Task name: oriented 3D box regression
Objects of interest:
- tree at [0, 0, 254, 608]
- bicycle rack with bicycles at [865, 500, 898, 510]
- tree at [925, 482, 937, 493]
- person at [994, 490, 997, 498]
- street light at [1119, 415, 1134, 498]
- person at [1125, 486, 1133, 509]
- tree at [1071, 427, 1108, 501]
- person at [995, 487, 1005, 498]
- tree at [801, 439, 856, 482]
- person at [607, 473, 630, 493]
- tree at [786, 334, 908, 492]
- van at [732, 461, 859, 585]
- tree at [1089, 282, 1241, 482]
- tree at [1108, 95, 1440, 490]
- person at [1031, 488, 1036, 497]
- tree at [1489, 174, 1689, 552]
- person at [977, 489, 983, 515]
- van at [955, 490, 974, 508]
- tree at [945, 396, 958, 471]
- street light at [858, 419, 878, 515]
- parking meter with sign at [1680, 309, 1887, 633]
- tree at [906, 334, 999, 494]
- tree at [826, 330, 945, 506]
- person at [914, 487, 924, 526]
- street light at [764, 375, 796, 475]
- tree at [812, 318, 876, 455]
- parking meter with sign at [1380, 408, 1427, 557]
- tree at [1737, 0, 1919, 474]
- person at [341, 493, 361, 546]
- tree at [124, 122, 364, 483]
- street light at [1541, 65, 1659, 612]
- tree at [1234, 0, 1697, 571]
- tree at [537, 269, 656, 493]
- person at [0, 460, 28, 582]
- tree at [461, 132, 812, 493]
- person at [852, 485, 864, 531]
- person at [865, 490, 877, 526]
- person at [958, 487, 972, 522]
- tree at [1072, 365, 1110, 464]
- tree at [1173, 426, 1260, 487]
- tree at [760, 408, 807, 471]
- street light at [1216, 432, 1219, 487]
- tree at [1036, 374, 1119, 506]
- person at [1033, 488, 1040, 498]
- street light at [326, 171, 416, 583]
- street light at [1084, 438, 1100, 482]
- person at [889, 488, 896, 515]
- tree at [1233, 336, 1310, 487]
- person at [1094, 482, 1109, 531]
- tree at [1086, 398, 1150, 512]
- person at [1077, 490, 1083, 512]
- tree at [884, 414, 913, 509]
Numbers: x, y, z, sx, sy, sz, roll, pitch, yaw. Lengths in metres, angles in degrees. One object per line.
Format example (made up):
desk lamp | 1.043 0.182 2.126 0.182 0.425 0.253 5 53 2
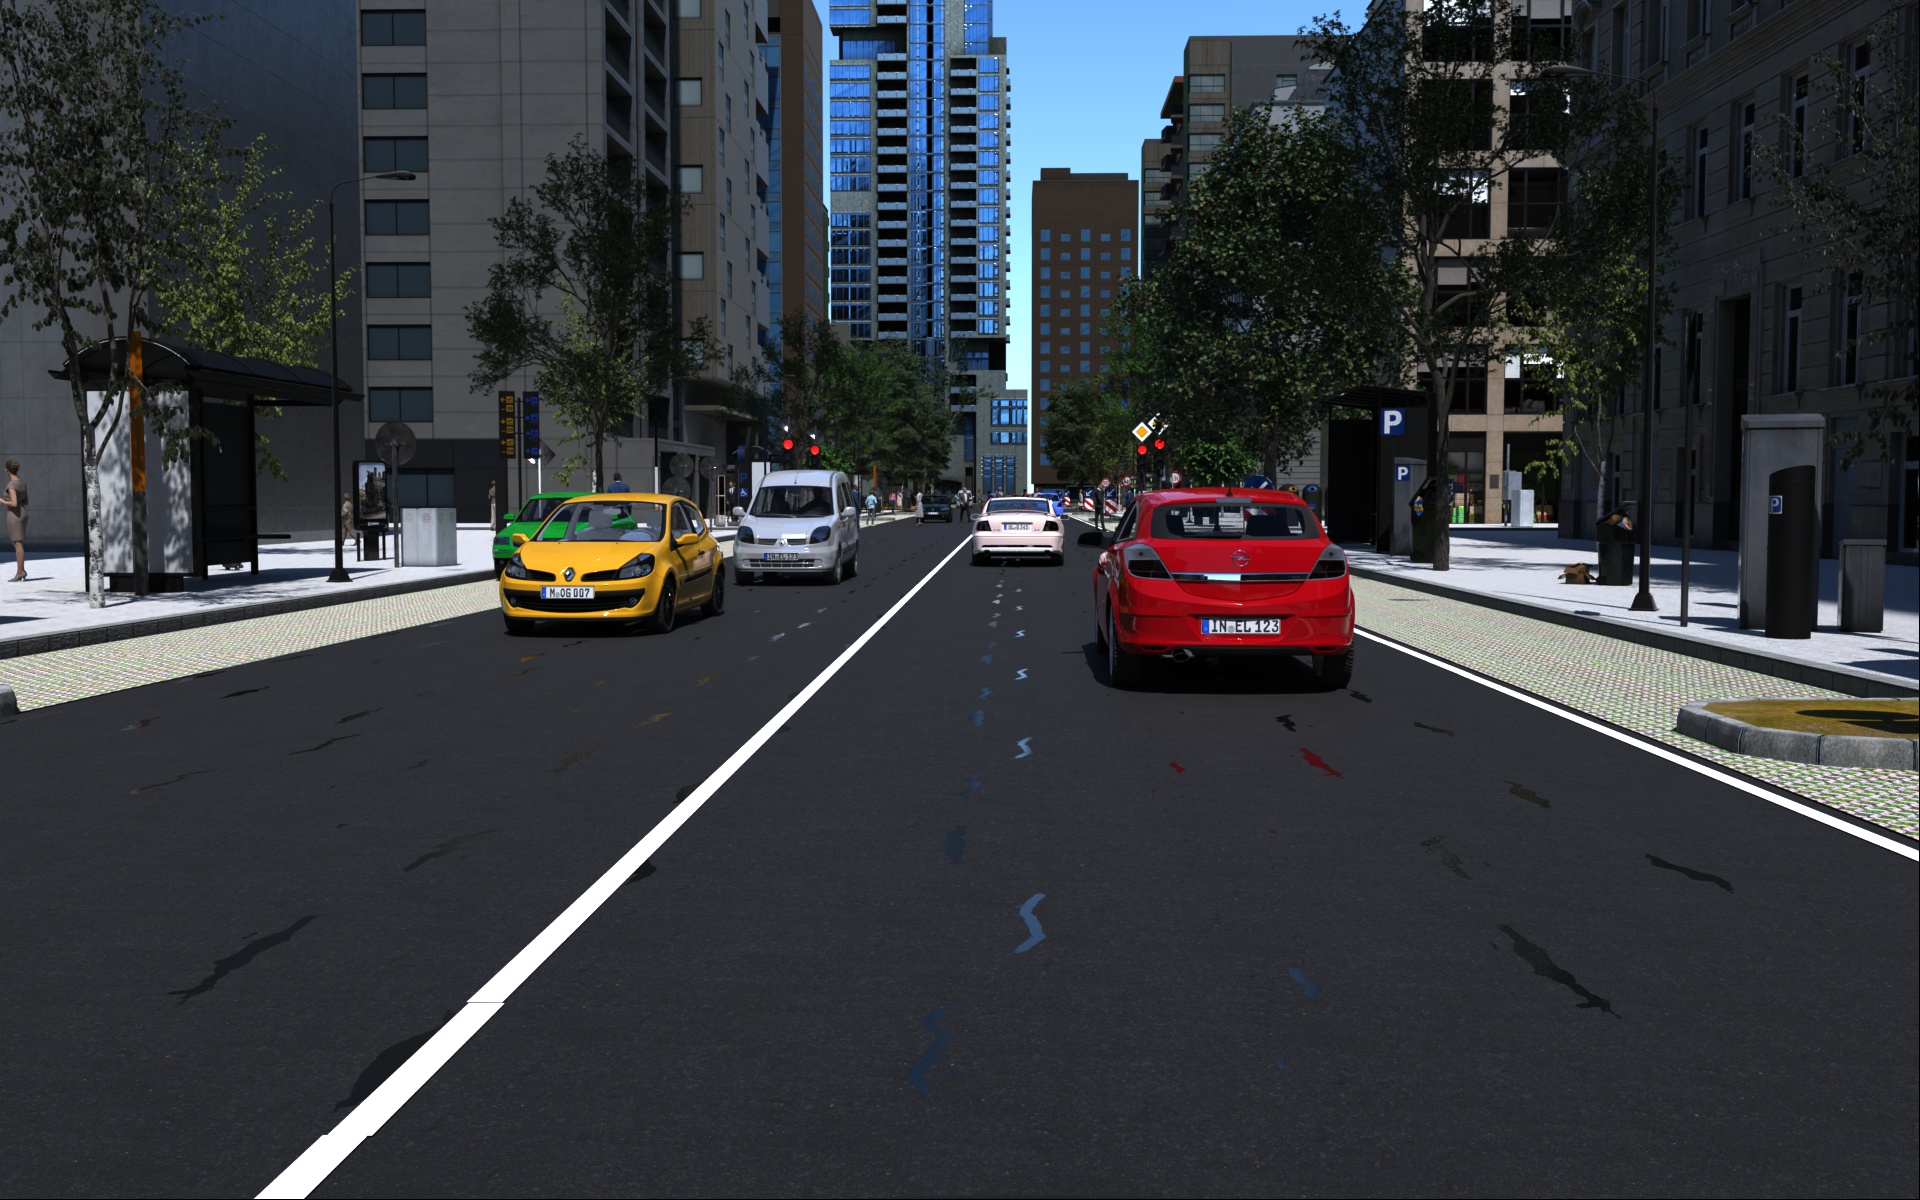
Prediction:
tree | -9.692 -4.197 18.987 4.360 8.622 3.978 0 3 0
bicycle rack with bicycles | -6.375 -7.839 141.551 2.925 0.926 2.852 -1 4 -15
tree | -3.769 -13.327 212.489 1.663 3.219 1.824 0 3 0
person | 2.806 -7.752 135.992 0.760 1.731 0.466 -1 4 -9
street light | 9.546 -7.837 100.682 1.470 5.913 1.316 0 4 2
person | 7.982 -4.471 81.783 0.419 1.800 0.721 0 4 7
tree | 13.442 -13.681 174.054 4.360 8.622 3.978 0 3 0
person | 2.138 -4.964 89.842 0.661 1.801 0.590 -1 4 -17
tree | -7.605 -7.065 99.221 4.285 4.588 4.351 0 3 0
person | -8.286 -2.206 42.296 0.721 1.800 0.419 -1 4 -18
tree | -7.295 -11.528 114.243 9.928 11.665 9.643 0 3 0
van | -2.664 -1.326 28.693 2.013 2.044 4.112 0 4 3
tree | 10.069 -9.625 83.122 9.928 11.665 9.643 0 3 0
tree | 9.058 -8.130 49.932 9.611 12.733 9.660 0 3 0
person | 4.670 -6.052 107.439 0.794 1.824 0.713 2 4 33
tree | 14.174 -5.386 38.425 4.737 8.622 4.395 0 3 0
person | 1.435 -6.488 114.855 0.573 1.790 0.520 0 4 -4
van | 0.478 -10.470 178.193 2.013 2.044 4.112 0 4 0
tree | -4.846 -17.135 186.809 9.857 13.997 8.962 0 3 0
street light | -5.781 -8.279 107.896 1.470 5.913 1.316 0 4 2
parking meter with sign | 7.773 -1.230 16.367 1.738 3.016 0.543 1 4 21
tree | -2.126 -21.308 204.281 12.611 20.169 13.585 0 3 0
tree | -6.366 -14.069 136.688 9.857 13.997 8.962 0 3 0
person | -1.910 -4.222 78.093 0.524 1.755 0.480 2 4 23
street light | -7.074 -5.816 67.639 1.470 5.913 1.316 0 4 2
tree | -8.278 -9.281 86.161 8.767 10.594 7.601 0 4 2
parking meter with sign | 9.405 -2.434 36.064 0.543 3.016 1.738 3 5 42
tree | 11.511 -4.247 19.799 4.360 8.622 3.978 0 3 0
person | -15.140 -1.987 42.803 0.640 1.303 0.475 -1 4 -10
tree | -14.631 -5.185 35.137 4.737 8.622 4.395 0 3 0
street light | 6.997 -2.838 18.938 1.470 5.913 1.316 0 4 2
tree | 8.356 -5.780 28.918 7.601 10.594 8.767 -3 4 -38
tree | -12.068 -6.534 57.193 4.737 8.622 4.395 0 3 0
person | -13.851 -1.161 25.360 0.374 1.781 0.599 0 4 -8
tree | -9.805 -6.808 45.729 8.767 10.594 7.601 2 4 32
person | -4.104 -3.630 68.039 0.419 1.800 0.721 -2 4 -32
person | -3.957 -4.116 77.612 0.589 1.601 0.330 2 4 28
person | 0.281 -4.810 87.545 0.661 1.777 0.834 -3 4 -37
tree | 11.455 -10.600 107.716 8.767 10.594 7.601 -2 4 -28
tree | 10.081 -5.178 68.370 4.285 4.588 4.351 0 3 0
tree | -14.270 -11.612 140.216 4.360 8.622 3.978 0 3 0
street light | 8.274 -5.300 59.196 1.470 5.913 1.316 0 4 2
tree | 12.914 -16.896 182.911 9.857 13.997 8.962 0 3 0
person | 4.640 -5.902 105.087 0.616 1.811 0.778 1 4 14
street light | -8.518 -3.213 25.076 1.470 5.913 1.316 0 4 2
street light | 10.902 -10.388 142.378 1.470 5.913 1.316 0 4 2
person | -4.588 -6.675 117.637 0.555 1.821 0.388 -2 4 -33
tree | 13.540 -7.698 76.231 4.360 8.622 3.978 0 3 0
person | 5.468 -3.630 67.216 0.474 1.900 0.648 -1 4 -22
tree | 11.673 -10.625 124.076 4.737 8.622 4.395 0 3 0
person | 9.562 -7.877 137.641 0.624 1.780 0.694 0 4 -6
tree | -5.268 -12.407 153.211 4.360 8.622 3.978 0 3 0
